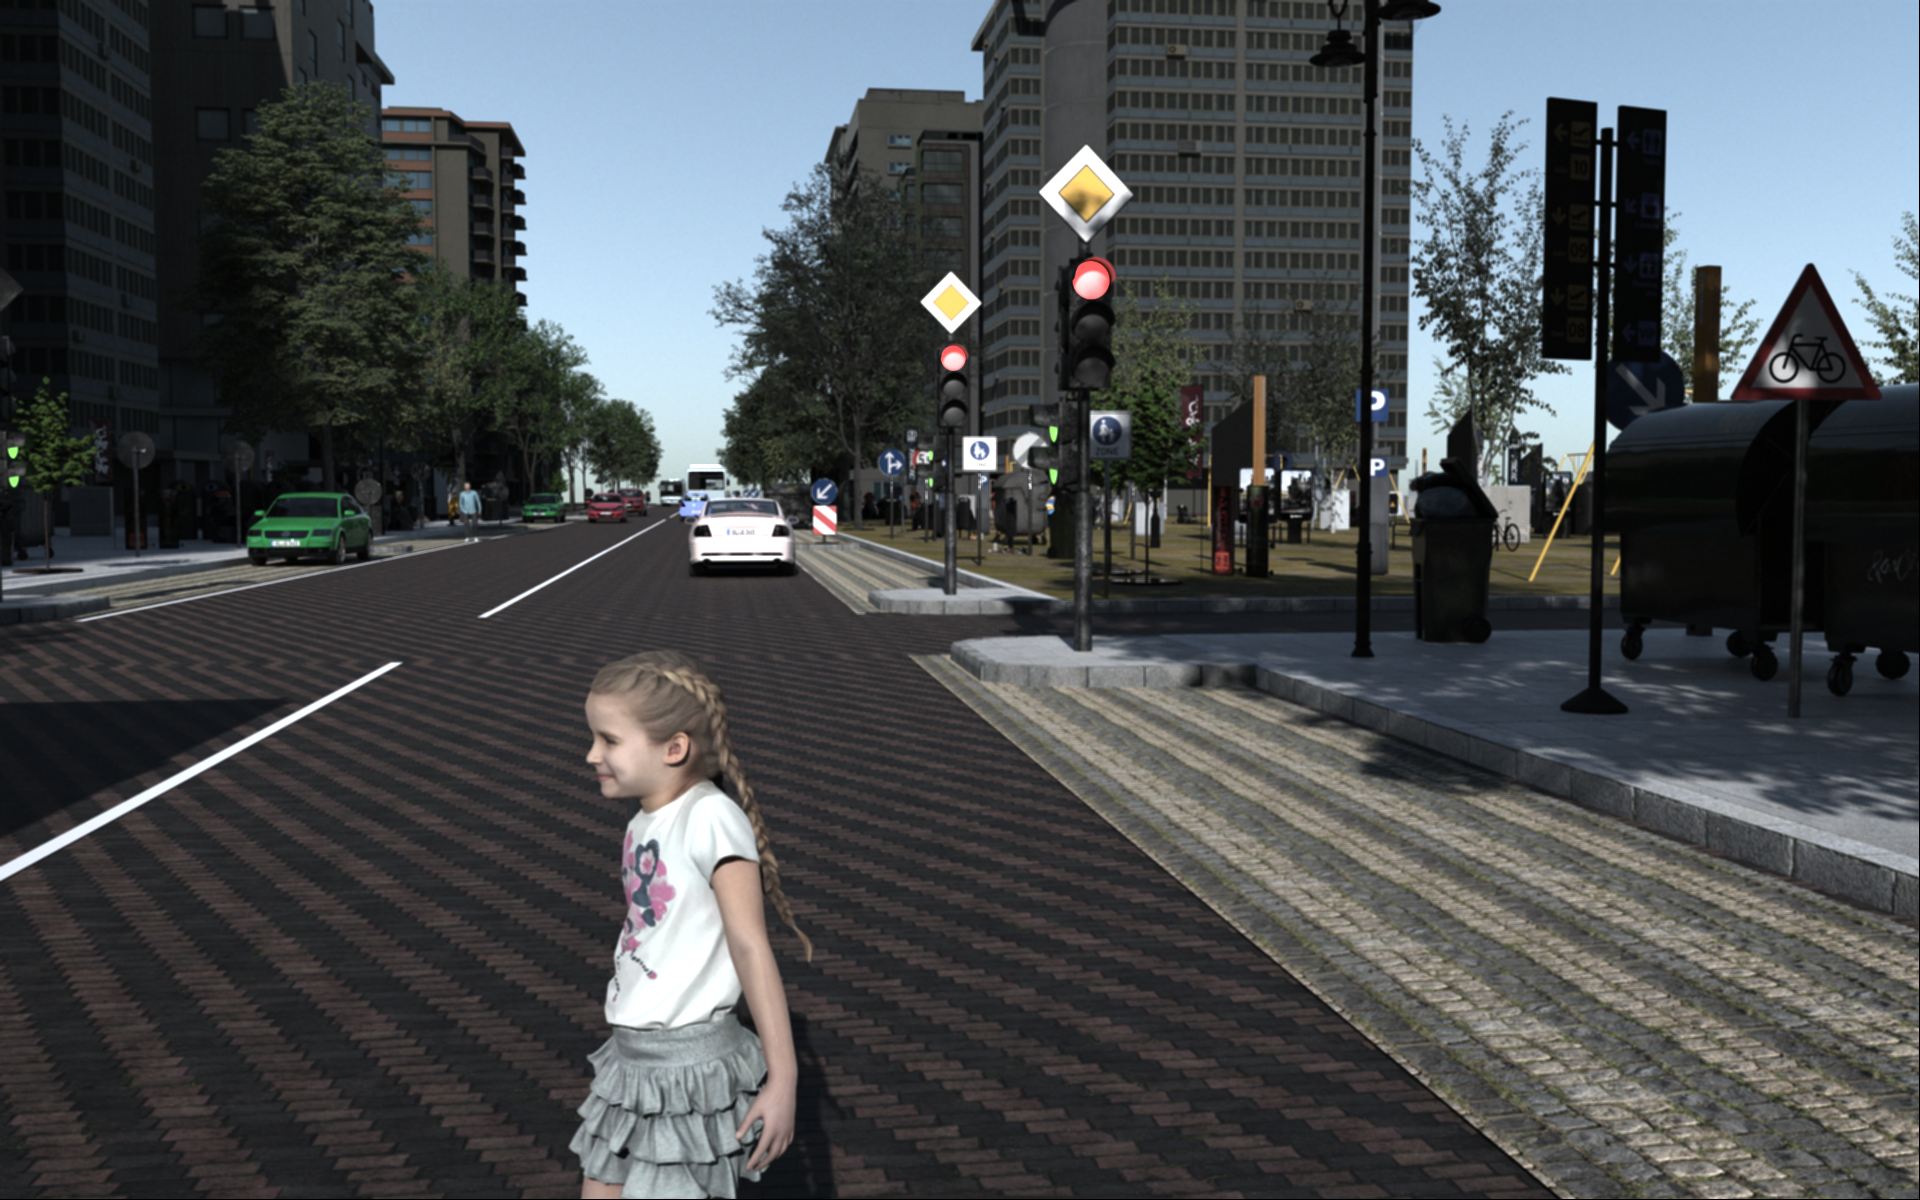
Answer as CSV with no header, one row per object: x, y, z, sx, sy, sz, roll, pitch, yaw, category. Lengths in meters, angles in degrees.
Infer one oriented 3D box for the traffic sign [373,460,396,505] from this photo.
-22.092,-4.066,66.483,0.884,2.594,0.081,0,4,-6,traffic sign

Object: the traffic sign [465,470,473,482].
-26.501,-5.672,92.843,0.768,2.556,0.104,0,4,-1,traffic sign

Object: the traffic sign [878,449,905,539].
-1.927,-2.985,48.904,0.768,2.556,0.104,0,4,-5,traffic sign

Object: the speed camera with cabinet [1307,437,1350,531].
12.847,-4.074,60.950,2.038,3.252,0.660,-3,4,-37,speed camera with cabinet

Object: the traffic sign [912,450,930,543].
-0.881,-2.793,45.772,0.768,2.556,0.104,0,4,-6,traffic sign

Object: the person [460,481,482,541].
-14.775,-2.679,52.315,0.660,1.820,0.620,0,4,-8,person

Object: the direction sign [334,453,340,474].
-32.166,-5.961,89.456,0.379,3.537,0.876,0,4,-3,direction sign

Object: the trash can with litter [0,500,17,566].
-17.348,-1.190,30.841,1.055,1.170,0.624,1,4,20,trash can with litter

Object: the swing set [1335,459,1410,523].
17.944,-4.825,76.508,2.862,2.851,3.119,-1,4,-16,swing set

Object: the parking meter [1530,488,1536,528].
21.793,-3.499,65.624,0.372,1.533,0.369,0,3,0,parking meter

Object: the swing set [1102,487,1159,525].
6.712,-4.697,74.418,3.119,2.851,2.862,3,5,42,swing set

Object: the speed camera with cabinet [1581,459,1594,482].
26.072,-4.716,71.443,0.660,3.252,2.038,2,4,28,speed camera with cabinet

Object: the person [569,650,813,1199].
-0.341,0.675,2.485,0.382,1.210,0.505,-3,4,-38,person

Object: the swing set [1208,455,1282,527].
11.297,-4.389,69.373,3.119,2.851,2.862,1,4,9,swing set

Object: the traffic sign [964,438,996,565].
0.351,-1.769,31.056,0.606,2.300,0.079,0,4,-4,traffic sign

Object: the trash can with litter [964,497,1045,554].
1.040,-1.636,37.805,1.678,1.210,2.233,0,4,-3,trash can with litter

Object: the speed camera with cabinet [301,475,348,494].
-30.366,-5.407,82.742,2.038,3.252,0.660,-3,4,-37,speed camera with cabinet

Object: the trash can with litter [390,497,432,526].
-22.451,-3.628,70.380,2.233,1.210,1.678,-3,5,-40,trash can with litter

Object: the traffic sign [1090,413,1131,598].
1.811,-1.179,21.400,0.606,2.300,0.079,0,4,1,traffic sign

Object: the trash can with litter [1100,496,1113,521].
6.933,-4.407,83.441,1.055,1.170,0.624,-1,4,-18,trash can with litter

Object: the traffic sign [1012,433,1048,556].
1.460,-2.196,36.006,0.768,2.556,0.104,0,4,0,traffic sign

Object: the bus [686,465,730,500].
-17.084,-7.488,117.281,2.948,3.499,13.247,0,4,-8,bus

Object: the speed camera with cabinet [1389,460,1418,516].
25.816,-6.508,100.737,2.038,3.252,0.660,2,4,32,speed camera with cabinet

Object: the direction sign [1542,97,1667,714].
3.759,-1.111,10.158,0.876,3.537,0.379,-2,4,-23,direction sign

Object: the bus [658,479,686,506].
-34.008,-12.904,205.842,2.948,3.499,13.247,0,4,-6,bus

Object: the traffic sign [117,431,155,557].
-16.693,-2.140,35.090,0.768,2.556,0.104,0,4,-1,traffic sign

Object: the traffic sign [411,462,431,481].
-21.411,-4.202,68.800,0.768,2.556,0.104,0,4,-7,traffic sign

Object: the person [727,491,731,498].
-27.305,-11.978,204.328,0.705,1.826,1.348,-2,4,-32,person

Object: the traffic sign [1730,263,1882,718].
4.787,-0.603,9.865,0.884,2.594,0.081,0,4,-5,traffic sign

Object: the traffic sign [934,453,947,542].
-0.674,-2.854,46.774,0.768,2.556,0.104,0,4,-1,traffic sign

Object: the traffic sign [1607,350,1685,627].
5.845,-0.909,14.962,0.768,2.556,0.104,0,4,-2,traffic sign

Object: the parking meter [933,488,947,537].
-0.625,-2.627,51.366,0.372,1.533,0.369,0,3,0,parking meter

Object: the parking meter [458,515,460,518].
-27.303,-5.223,93.812,0.372,1.533,0.369,0,3,0,parking meter

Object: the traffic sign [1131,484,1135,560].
3.374,-2.057,33.744,0.768,2.556,0.104,0,4,-4,traffic sign

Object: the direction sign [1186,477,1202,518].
12.825,-6.289,94.827,0.876,3.537,0.379,1,4,14,direction sign

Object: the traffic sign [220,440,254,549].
-16.964,-2.482,40.679,0.768,2.556,0.104,0,4,-8,traffic sign

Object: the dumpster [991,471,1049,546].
1.545,-2.327,43.810,1.264,1.857,1.865,0,4,-8,dumpster

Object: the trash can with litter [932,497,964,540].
0.015,-2.321,49.013,1.678,1.210,2.233,-2,4,-32,trash can with litter

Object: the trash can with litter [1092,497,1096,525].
5.003,-3.616,70.501,1.055,1.170,0.624,1,4,19,trash can with litter

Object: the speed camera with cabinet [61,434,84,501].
-29.708,-3.800,56.464,2.038,3.252,0.660,-2,4,-31,speed camera with cabinet

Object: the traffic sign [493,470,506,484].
-24.980,-5.754,94.089,0.884,2.594,0.081,0,4,-6,traffic sign

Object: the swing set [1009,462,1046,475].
3.761,-5.368,85.389,3.119,2.851,2.862,-1,4,-8,swing set

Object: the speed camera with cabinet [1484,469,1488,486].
18.358,-4.026,60.156,2.038,3.252,0.660,-2,4,-33,speed camera with cabinet

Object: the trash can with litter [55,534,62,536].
-28.516,-2.566,53.012,2.233,1.210,1.678,2,4,25,trash can with litter

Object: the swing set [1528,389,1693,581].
10.493,-1.712,25.618,2.862,2.851,3.119,3,5,44,swing set

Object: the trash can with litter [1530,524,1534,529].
19.970,-3.195,63.298,2.233,1.210,1.678,2,4,32,trash can with litter
